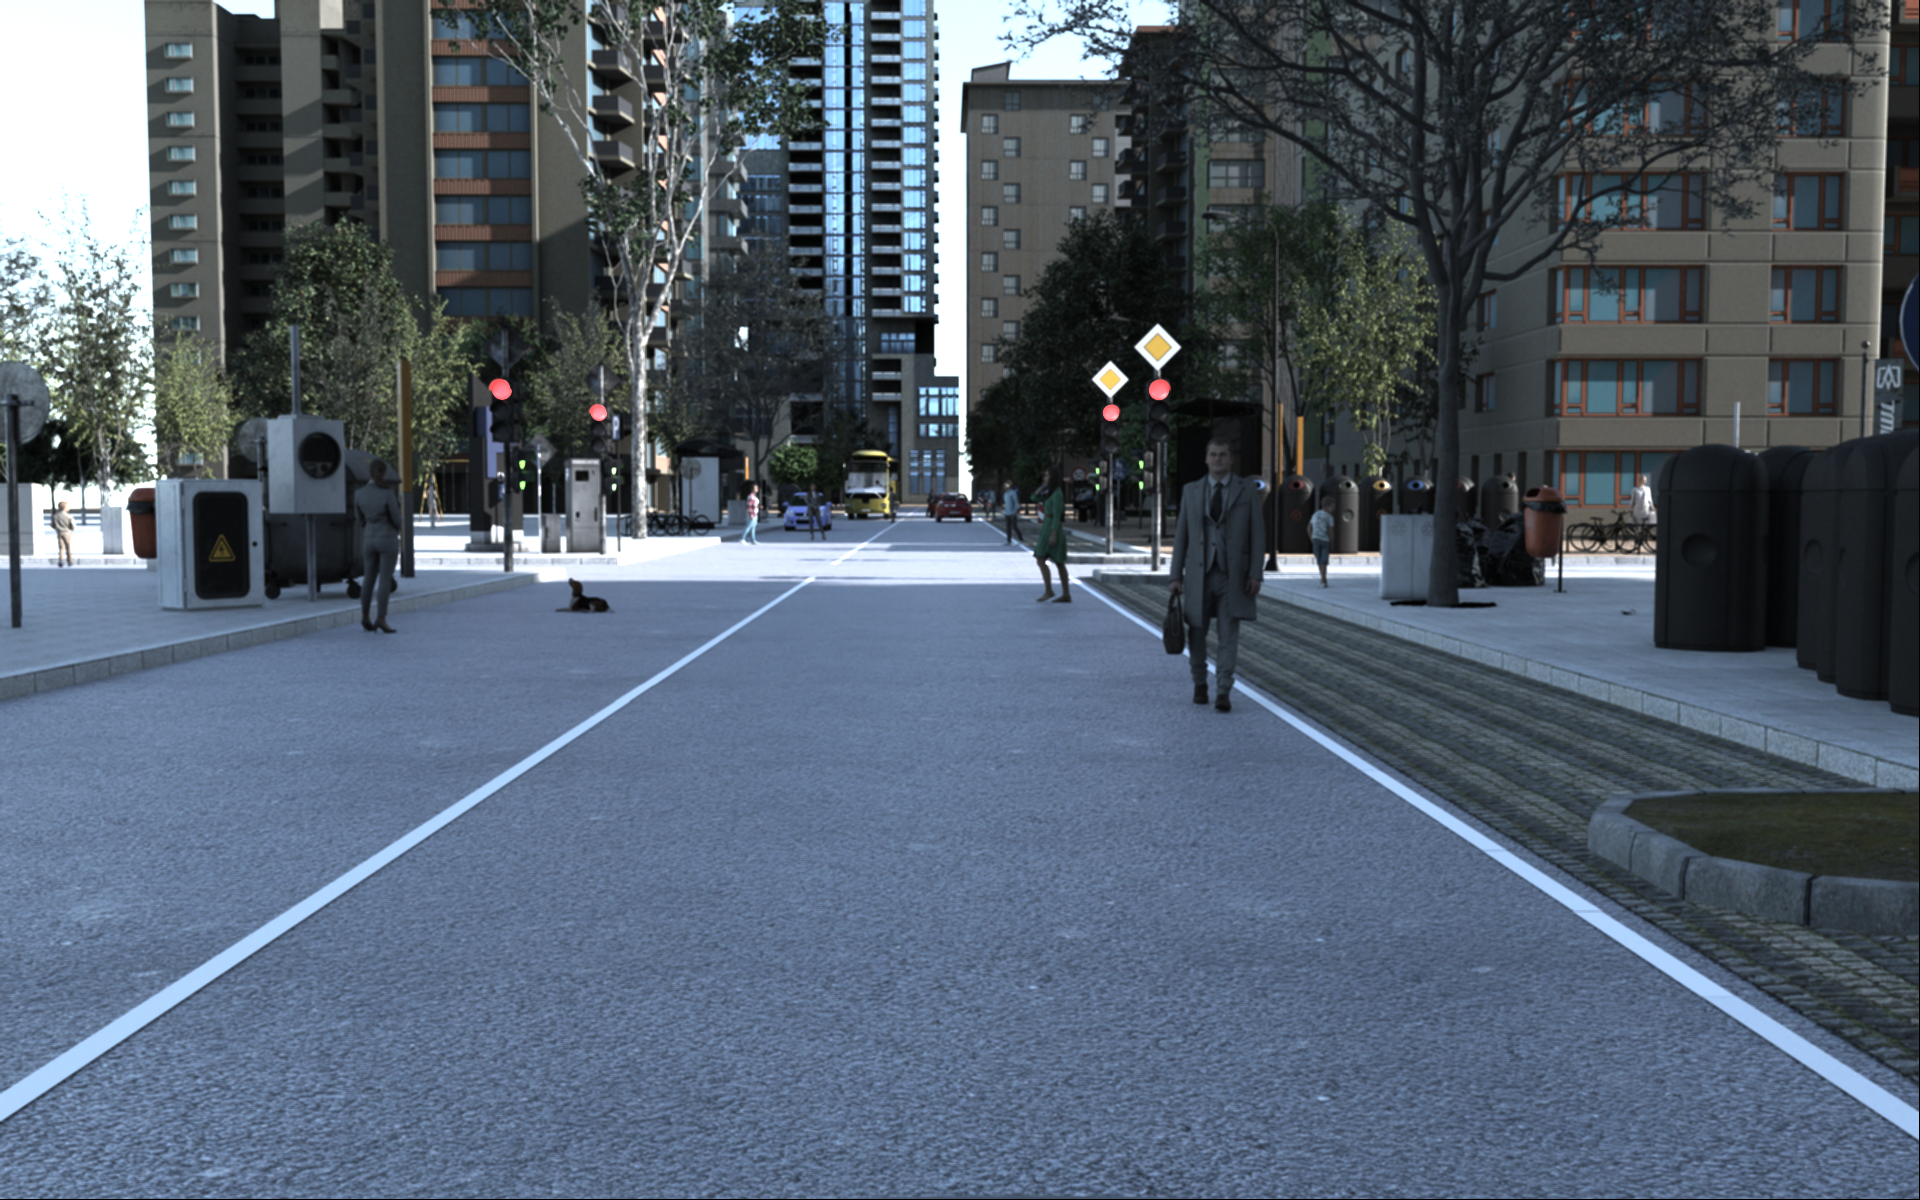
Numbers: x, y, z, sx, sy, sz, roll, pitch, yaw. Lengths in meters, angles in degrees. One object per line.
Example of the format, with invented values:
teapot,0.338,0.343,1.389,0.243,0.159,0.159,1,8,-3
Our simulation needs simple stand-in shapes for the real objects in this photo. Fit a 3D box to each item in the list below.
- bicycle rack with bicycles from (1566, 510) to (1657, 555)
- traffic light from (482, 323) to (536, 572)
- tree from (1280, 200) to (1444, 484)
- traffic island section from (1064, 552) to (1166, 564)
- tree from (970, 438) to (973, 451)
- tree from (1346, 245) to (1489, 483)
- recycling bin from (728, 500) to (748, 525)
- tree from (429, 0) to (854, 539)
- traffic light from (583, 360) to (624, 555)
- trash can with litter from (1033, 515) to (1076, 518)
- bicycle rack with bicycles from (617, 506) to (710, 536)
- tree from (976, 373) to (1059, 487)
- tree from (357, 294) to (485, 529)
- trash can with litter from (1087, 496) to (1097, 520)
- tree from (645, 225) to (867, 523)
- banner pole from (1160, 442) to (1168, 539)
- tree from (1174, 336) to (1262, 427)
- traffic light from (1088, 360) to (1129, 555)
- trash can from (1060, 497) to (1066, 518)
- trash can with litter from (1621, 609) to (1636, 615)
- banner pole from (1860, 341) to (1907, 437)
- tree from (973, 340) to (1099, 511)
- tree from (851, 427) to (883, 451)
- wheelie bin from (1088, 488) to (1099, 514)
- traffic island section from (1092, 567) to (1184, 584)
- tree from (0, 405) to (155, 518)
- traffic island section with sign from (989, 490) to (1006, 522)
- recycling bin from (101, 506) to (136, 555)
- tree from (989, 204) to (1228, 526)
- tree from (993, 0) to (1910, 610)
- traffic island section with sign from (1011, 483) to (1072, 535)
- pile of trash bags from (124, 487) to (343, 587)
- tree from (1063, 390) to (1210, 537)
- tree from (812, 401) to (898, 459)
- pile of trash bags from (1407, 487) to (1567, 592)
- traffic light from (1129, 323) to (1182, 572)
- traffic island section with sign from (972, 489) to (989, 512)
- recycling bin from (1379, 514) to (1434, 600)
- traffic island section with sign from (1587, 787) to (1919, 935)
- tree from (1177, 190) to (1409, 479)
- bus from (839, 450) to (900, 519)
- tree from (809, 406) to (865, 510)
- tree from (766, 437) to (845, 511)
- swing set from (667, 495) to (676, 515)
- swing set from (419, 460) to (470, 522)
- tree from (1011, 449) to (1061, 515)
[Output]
bicycle rack with bicycles,14.547,-1.499,37.894,2.852,0.926,2.925,-2,4,-33
traffic light,-7.432,-2.419,28.470,0.839,4.253,0.868,0,4,-1
tree,10.159,-5.656,42.831,4.737,8.622,4.395,0,3,0
traffic island section,3.182,-0.882,36.700,2.009,0.180,2.903,0,4,-1
tree,4.235,-12.082,131.948,7.601,10.594,8.767,-1,4,-15
tree,13.905,-6.212,51.922,4.360,8.622,3.978,0,3,0
recycling bin,-9.109,-3.582,71.124,0.722,1.027,0.722,0,4,5
tree,-7.667,-11.806,48.919,12.611,20.169,13.585,0,3,0
traffic light,-7.519,-2.907,36.454,0.839,4.253,0.868,0,4,-1
trash can with litter,5.197,-5.093,94.335,2.233,1.210,1.678,1,4,19
bicycle rack with bicycles,-9.233,-2.474,53.826,2.925,0.926,2.852,-1,4,-14
tree,4.949,-13.430,145.343,9.928,11.665,9.643,0,3,0
tree,-19.475,-6.883,62.903,4.737,8.622,4.395,0,3,0
trash can with litter,6.675,-4.641,87.270,0.624,1.170,1.055,2,4,31
tree,-9.123,-10.272,78.312,12.009,13.543,11.850,0,3,0
banner pole,5.809,-3.630,49.363,0.401,3.779,0.863,0,4,-8
tree,11.145,-7.808,78.030,4.737,8.622,4.395,0,3,0
traffic light,3.142,-2.915,36.586,0.839,4.253,0.868,0,4,-1
trash can,5.099,-4.729,88.971,0.748,1.137,0.748,0,3,0
trash can with litter,8.063,-0.420,17.930,2.233,1.210,1.678,3,5,41
banner pole,14.934,-2.337,28.226,0.401,3.779,0.863,-3,4,-37
tree,5.486,-9.993,97.806,8.767,10.594,7.601,0,4,-3
tree,-9.924,-14.439,186.431,4.360,8.622,3.978,0,3,0
wheelie bin,7.052,-5.021,89.995,0.980,1.594,0.693,-3,5,-43
traffic island section,3.269,-0.394,28.716,2.009,0.180,2.903,0,4,-1
tree,-53.537,-8.422,100.598,20.602,7.101,11.467,2,4,34
traffic island section with sign,2.626,-4.917,89.021,1.989,1.847,2.006,0,4,-1
recycling bin,-17.748,-1.490,36.909,0.722,1.027,0.722,2,4,28
tree,5.760,-9.271,68.595,9.611,12.733,9.660,0,3,0
tree,5.558,-6.661,19.284,12.009,13.543,11.850,0,3,0
traffic island section with sign,2.914,-3.232,61.466,1.989,1.847,2.006,0,4,-1
pile of trash bags,-10.119,-0.855,23.738,1.912,1.369,3.447,1,4,12
tree,6.199,-4.183,52.110,4.285,4.588,4.351,0,3,0
tree,-10.415,-14.566,172.565,8.767,10.594,7.601,-1,4,-9
pile of trash bags,7.359,-0.872,24.007,1.912,1.369,3.447,-1,4,-12
traffic light,3.229,-2.427,28.601,0.839,4.253,0.868,0,4,-1
traffic island section with sign,2.074,-7.940,138.449,1.989,1.847,2.006,0,4,-1
recycling bin,5.542,-0.534,21.279,0.722,1.027,0.722,1,4,11
traffic island section with sign,3.518,0.131,6.490,1.989,1.847,2.006,0,4,-1
tree,11.189,-8.109,58.335,9.928,11.665,9.643,0,3,0
bus,-5.078,-6.692,100.966,2.896,3.916,12.252,0,4,1
tree,-10.117,-11.824,143.691,4.737,8.622,4.395,0,3,0
tree,-9.628,-7.073,99.358,4.285,4.588,4.351,0,3,0
swing set,-16.946,-6.815,109.047,2.862,2.851,3.119,-1,4,-13
swing set,-23.241,-5.048,80.157,3.119,2.851,2.862,0,4,5
tree,4.644,-7.419,105.011,4.285,4.588,4.351,0,3,0
